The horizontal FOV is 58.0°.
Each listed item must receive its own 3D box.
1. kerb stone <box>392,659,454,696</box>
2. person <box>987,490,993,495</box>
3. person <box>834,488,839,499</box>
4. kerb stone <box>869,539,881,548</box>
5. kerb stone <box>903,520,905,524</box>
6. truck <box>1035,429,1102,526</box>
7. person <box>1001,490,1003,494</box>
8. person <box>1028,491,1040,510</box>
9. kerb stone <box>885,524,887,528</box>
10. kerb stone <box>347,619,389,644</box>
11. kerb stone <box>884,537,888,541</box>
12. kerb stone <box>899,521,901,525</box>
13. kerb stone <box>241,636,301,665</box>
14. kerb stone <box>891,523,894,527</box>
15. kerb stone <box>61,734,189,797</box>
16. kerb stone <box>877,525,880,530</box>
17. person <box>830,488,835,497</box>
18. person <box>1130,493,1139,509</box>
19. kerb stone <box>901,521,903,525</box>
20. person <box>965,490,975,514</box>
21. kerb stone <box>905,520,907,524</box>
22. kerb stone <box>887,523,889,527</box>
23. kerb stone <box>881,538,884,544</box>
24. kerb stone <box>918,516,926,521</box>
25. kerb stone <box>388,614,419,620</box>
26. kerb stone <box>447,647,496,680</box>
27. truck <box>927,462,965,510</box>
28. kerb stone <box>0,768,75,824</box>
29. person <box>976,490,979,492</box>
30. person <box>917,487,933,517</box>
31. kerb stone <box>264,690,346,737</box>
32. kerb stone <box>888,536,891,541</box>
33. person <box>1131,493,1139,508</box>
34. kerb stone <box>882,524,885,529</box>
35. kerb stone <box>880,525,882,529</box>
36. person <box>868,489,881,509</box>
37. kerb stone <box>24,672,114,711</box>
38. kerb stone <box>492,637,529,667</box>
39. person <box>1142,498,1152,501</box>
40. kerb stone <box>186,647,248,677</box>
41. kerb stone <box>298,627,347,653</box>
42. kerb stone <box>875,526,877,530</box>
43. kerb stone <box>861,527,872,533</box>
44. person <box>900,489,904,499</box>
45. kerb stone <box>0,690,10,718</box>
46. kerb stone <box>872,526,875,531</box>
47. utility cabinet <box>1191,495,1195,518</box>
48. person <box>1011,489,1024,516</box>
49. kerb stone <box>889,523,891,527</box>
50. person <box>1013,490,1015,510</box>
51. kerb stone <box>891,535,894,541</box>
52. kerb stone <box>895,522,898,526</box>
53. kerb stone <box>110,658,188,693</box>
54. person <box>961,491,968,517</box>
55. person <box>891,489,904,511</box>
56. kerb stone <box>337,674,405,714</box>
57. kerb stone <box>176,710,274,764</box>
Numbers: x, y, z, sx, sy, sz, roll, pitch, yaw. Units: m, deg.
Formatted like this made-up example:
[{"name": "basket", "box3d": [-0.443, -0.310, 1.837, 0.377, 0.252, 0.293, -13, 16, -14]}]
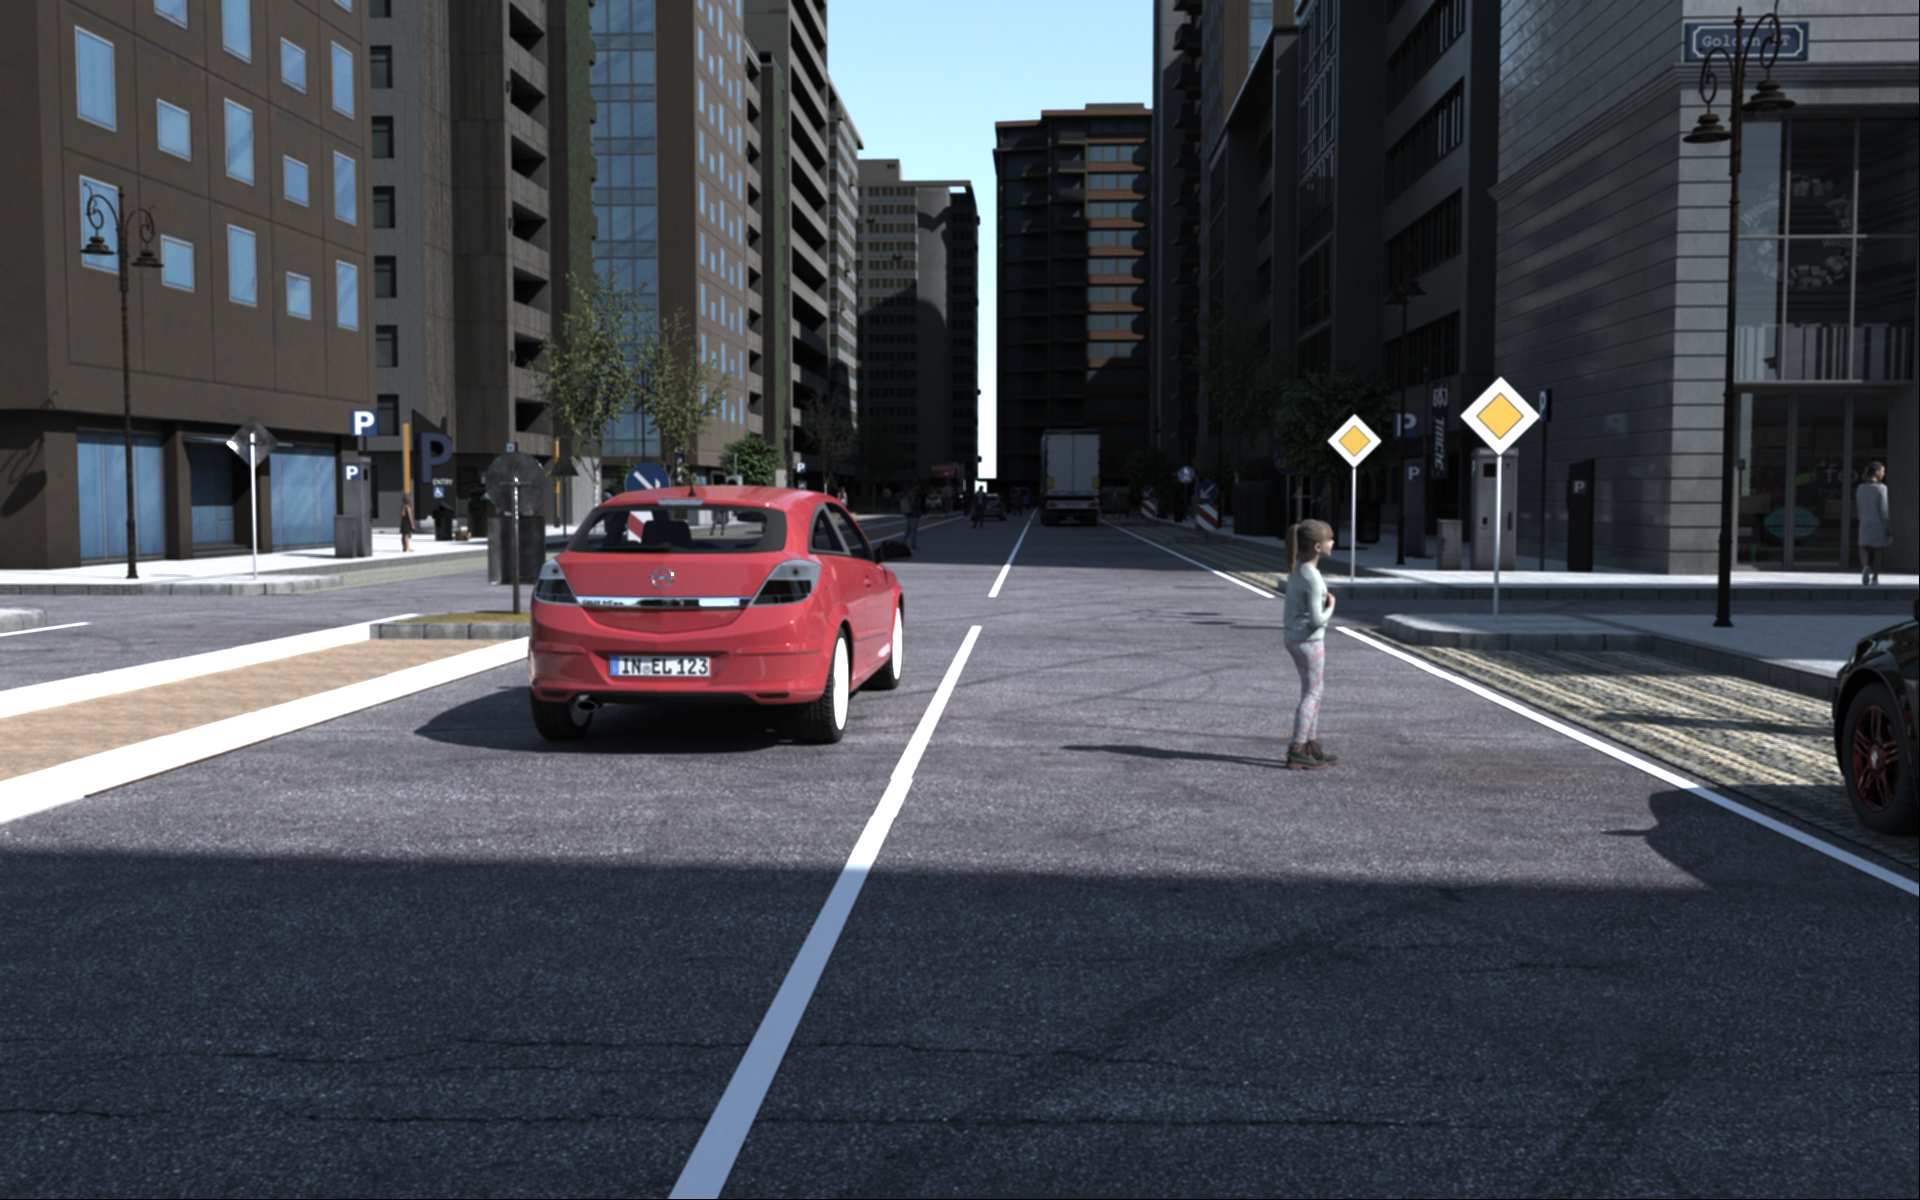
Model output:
[{"name": "kerb stone", "box3d": [-3.978, 0.577, 12.759, 0.120, 0.150, 1.000, 0, 4, 3]}, {"name": "person", "box3d": [2.861, -9.388, 161.926, 1.348, 1.831, 0.705, -1, 4, -13]}, {"name": "person", "box3d": [-9.009, -7.486, 128.952, 0.721, 1.766, 1.217, 2, 4, 35]}, {"name": "kerb stone", "box3d": [-2.326, -1.522, 47.077, 0.120, 0.150, 1.000, 0, 4, 3]}, {"name": "kerb stone", "box3d": [-2.793, -3.597, 81.010, 0.120, 0.150, 1.000, 0, 4, 3]}, {"name": "truck", "box3d": [5.007, -5.602, 80.507, 2.839, 4.237, 11.283, 0, 4, 1]}, {"name": "person", "box3d": [3.741, -8.931, 155.070, 0.434, 1.755, 0.990, -2, 4, -24]}, {"name": "person", "box3d": [6.870, -9.216, 159.908, 1.217, 1.735, 0.721, 0, 4, 7]}, {"name": "kerb stone", "box3d": [-3.241, -3.034, 71.794, 0.120, 0.150, 1.000, 0, 4, 3]}, {"name": "kerb stone", "box3d": [-5.867, 0.320, 16.962, 0.120, 0.150, 1.000, 0, 4, 3]}, {"name": "kerb stone", "box3d": [-2.223, -1.647, 49.124, 0.120, 0.150, 1.000, 0, 4, 3]}, {"name": "kerb stone", "box3d": [-2.892, -3.470, 78.962, 0.120, 0.150, 1.000, 0, 4, 3]}, {"name": "kerb stone", "box3d": [-5.973, 0.445, 14.917, 0.120, 0.150, 1.000, 0, 4, 3]}, {"name": "kerb stone", "box3d": [-3.085, -3.222, 74.869, 0.120, 0.150, 1.000, 0, 4, 3]}, {"name": "kerb stone", "box3d": [-4.180, 0.827, 8.666, 0.120, 0.150, 1.000, 0, 4, 3]}, {"name": "kerb stone", "box3d": [-3.385, -2.841, 68.727, 0.120, 0.150, 1.000, 0, 4, 3]}, {"name": "person", "box3d": [-10.540, -8.310, 142.601, 1.217, 1.739, 0.721, -2, 4, -29]}, {"name": "person", "box3d": [15.149, -8.821, 150.791, 0.750, 1.759, 0.617, 0, 4, -6]}, {"name": "kerb stone", "box3d": [-2.852, -3.535, 79.989, 0.120, 0.150, 1.000, 0, 4, 3]}, {"name": "person", "box3d": [0.743, -7.227, 127.462, 0.742, 1.727, 0.445, -1, 4, -19]}, {"name": "kerb stone", "box3d": [-2.745, -3.660, 82.037, 0.120, 0.150, 1.000, 0, 4, 3]}, {"name": "kerb stone", "box3d": [-3.193, -3.097, 72.827, 0.120, 0.150, 1.000, 0, 4, 3]}, {"name": "kerb stone", "box3d": [-2.273, -1.584, 48.098, 0.120, 0.150, 1.000, 0, 4, 3]}, {"name": "kerb stone", "box3d": [-2.104, -4.473, 95.336, 0.120, 0.150, 1.000, 0, 4, 3]}, {"name": "kerb stone", "box3d": [-5.832, 0.258, 17.983, 0.120, 0.150, 1.000, 0, 4, 3]}, {"name": "kerb stone", "box3d": [-3.929, 0.515, 13.781, 0.120, 0.150, 1.000, 0, 4, 3]}, {"name": "truck", "box3d": [-1.157, -10.129, 154.520, 2.839, 4.237, 11.283, 0, 4, 4]}, {"name": "kerb stone", "box3d": [-4.221, 0.891, 7.645, 0.120, 0.150, 1.000, 0, 4, 3]}, {"name": "person", "box3d": [1.551, -9.015, 156.350, 0.568, 1.767, 0.683, 0, 4, -5]}, {"name": "person", "box3d": [-2.348, -6.219, 109.817, 1.348, 1.869, 0.705, -1, 4, -20]}, {"name": "kerb stone", "box3d": [-4.073, 0.705, 10.711, 0.120, 0.150, 1.000, 0, 4, 3]}, {"name": "kerb stone", "box3d": [-2.179, -1.709, 50.145, 0.120, 0.150, 1.000, 0, 4, 3]}, {"name": "person", "box3d": [16.256, -9.491, 161.929, 1.217, 1.735, 0.721, -3, 4, -38]}, {"name": "kerb stone", "box3d": [-3.278, -2.971, 70.772, 0.120, 0.150, 1.000, 0, 4, 3]}, {"name": "kerb stone", "box3d": [-3.341, -2.909, 69.752, 0.120, 0.150, 1.000, 0, 4, 3]}, {"name": "person", "box3d": [-7.481, -8.934, 152.828, 1.217, 1.743, 0.721, 0, 4, -5]}, {"name": "kerb stone", "box3d": [-6.131, 0.633, 11.845, 0.120, 0.150, 1.000, 0, 4, 3]}, {"name": "kerb stone", "box3d": [-3.879, 0.456, 14.809, 0.120, 0.150, 1.000, 0, 4, 3]}, {"name": "person", "box3d": [13.220, -6.969, 120.127, 1.348, 1.807, 0.705, 3, 5, 40]}, {"name": "kerb stone", "box3d": [-6.025, 0.513, 13.891, 0.120, 0.150, 1.000, 0, 4, 3]}, {"name": "kerb stone", "box3d": [-5.928, 0.383, 15.938, 0.120, 0.150, 1.000, 0, 4, 3]}, {"name": "kerb stone", "box3d": [-3.435, -2.784, 67.706, 0.120, 0.150, 1.000, 0, 4, 3]}, {"name": "kerb stone", "box3d": [-3.532, -2.655, 65.664, 0.120, 0.150, 1.000, 0, 4, 3]}, {"name": "person", "box3d": [-5.782, -10.102, 171.298, 0.705, 1.814, 1.350, -1, 4, -21]}, {"name": "kerb stone", "box3d": [-6.178, 0.696, 10.824, 0.120, 0.150, 1.000, 0, 4, 3]}, {"name": "kerb stone", "box3d": [-3.486, -2.721, 66.685, 0.120, 0.150, 1.000, 0, 4, 3]}, {"name": "utility cabinet", "box3d": [12.527, -4.917, 91.562, 0.306, 1.237, 1.020, 2, 4, 30]}, {"name": "person", "box3d": [3.732, -6.347, 112.825, 0.990, 1.755, 0.434, -1, 4, -21]}, {"name": "kerb stone", "box3d": [-3.142, -3.151, 73.848, 0.120, 0.150, 1.000, 0, 4, 3]}, {"name": "person", "box3d": [5.120, -9.159, 158.780, 0.750, 1.759, 0.617, 2, 4, 24]}, {"name": "kerb stone", "box3d": [-2.131, -1.767, 51.166, 0.120, 0.150, 1.000, 0, 4, 3]}, {"name": "kerb stone", "box3d": [-2.983, -3.347, 76.911, 0.120, 0.150, 1.000, 0, 4, 3]}, {"name": "kerb stone", "box3d": [-6.065, 0.570, 12.870, 0.120, 0.150, 1.000, 0, 4, 3]}, {"name": "person", "box3d": [0.291, -5.967, 107.538, 0.415, 1.643, 0.593, 1, 4, 11]}, {"name": "person", "box3d": [-4.802, -7.763, 135.425, 1.348, 1.824, 0.705, 0, 3, 0]}, {"name": "kerb stone", "box3d": [-4.025, 0.643, 11.731, 0.120, 0.150, 1.000, 0, 4, 3]}, {"name": "kerb stone", "box3d": [-4.131, 0.769, 9.687, 0.120, 0.150, 1.000, 0, 4, 3]}]
